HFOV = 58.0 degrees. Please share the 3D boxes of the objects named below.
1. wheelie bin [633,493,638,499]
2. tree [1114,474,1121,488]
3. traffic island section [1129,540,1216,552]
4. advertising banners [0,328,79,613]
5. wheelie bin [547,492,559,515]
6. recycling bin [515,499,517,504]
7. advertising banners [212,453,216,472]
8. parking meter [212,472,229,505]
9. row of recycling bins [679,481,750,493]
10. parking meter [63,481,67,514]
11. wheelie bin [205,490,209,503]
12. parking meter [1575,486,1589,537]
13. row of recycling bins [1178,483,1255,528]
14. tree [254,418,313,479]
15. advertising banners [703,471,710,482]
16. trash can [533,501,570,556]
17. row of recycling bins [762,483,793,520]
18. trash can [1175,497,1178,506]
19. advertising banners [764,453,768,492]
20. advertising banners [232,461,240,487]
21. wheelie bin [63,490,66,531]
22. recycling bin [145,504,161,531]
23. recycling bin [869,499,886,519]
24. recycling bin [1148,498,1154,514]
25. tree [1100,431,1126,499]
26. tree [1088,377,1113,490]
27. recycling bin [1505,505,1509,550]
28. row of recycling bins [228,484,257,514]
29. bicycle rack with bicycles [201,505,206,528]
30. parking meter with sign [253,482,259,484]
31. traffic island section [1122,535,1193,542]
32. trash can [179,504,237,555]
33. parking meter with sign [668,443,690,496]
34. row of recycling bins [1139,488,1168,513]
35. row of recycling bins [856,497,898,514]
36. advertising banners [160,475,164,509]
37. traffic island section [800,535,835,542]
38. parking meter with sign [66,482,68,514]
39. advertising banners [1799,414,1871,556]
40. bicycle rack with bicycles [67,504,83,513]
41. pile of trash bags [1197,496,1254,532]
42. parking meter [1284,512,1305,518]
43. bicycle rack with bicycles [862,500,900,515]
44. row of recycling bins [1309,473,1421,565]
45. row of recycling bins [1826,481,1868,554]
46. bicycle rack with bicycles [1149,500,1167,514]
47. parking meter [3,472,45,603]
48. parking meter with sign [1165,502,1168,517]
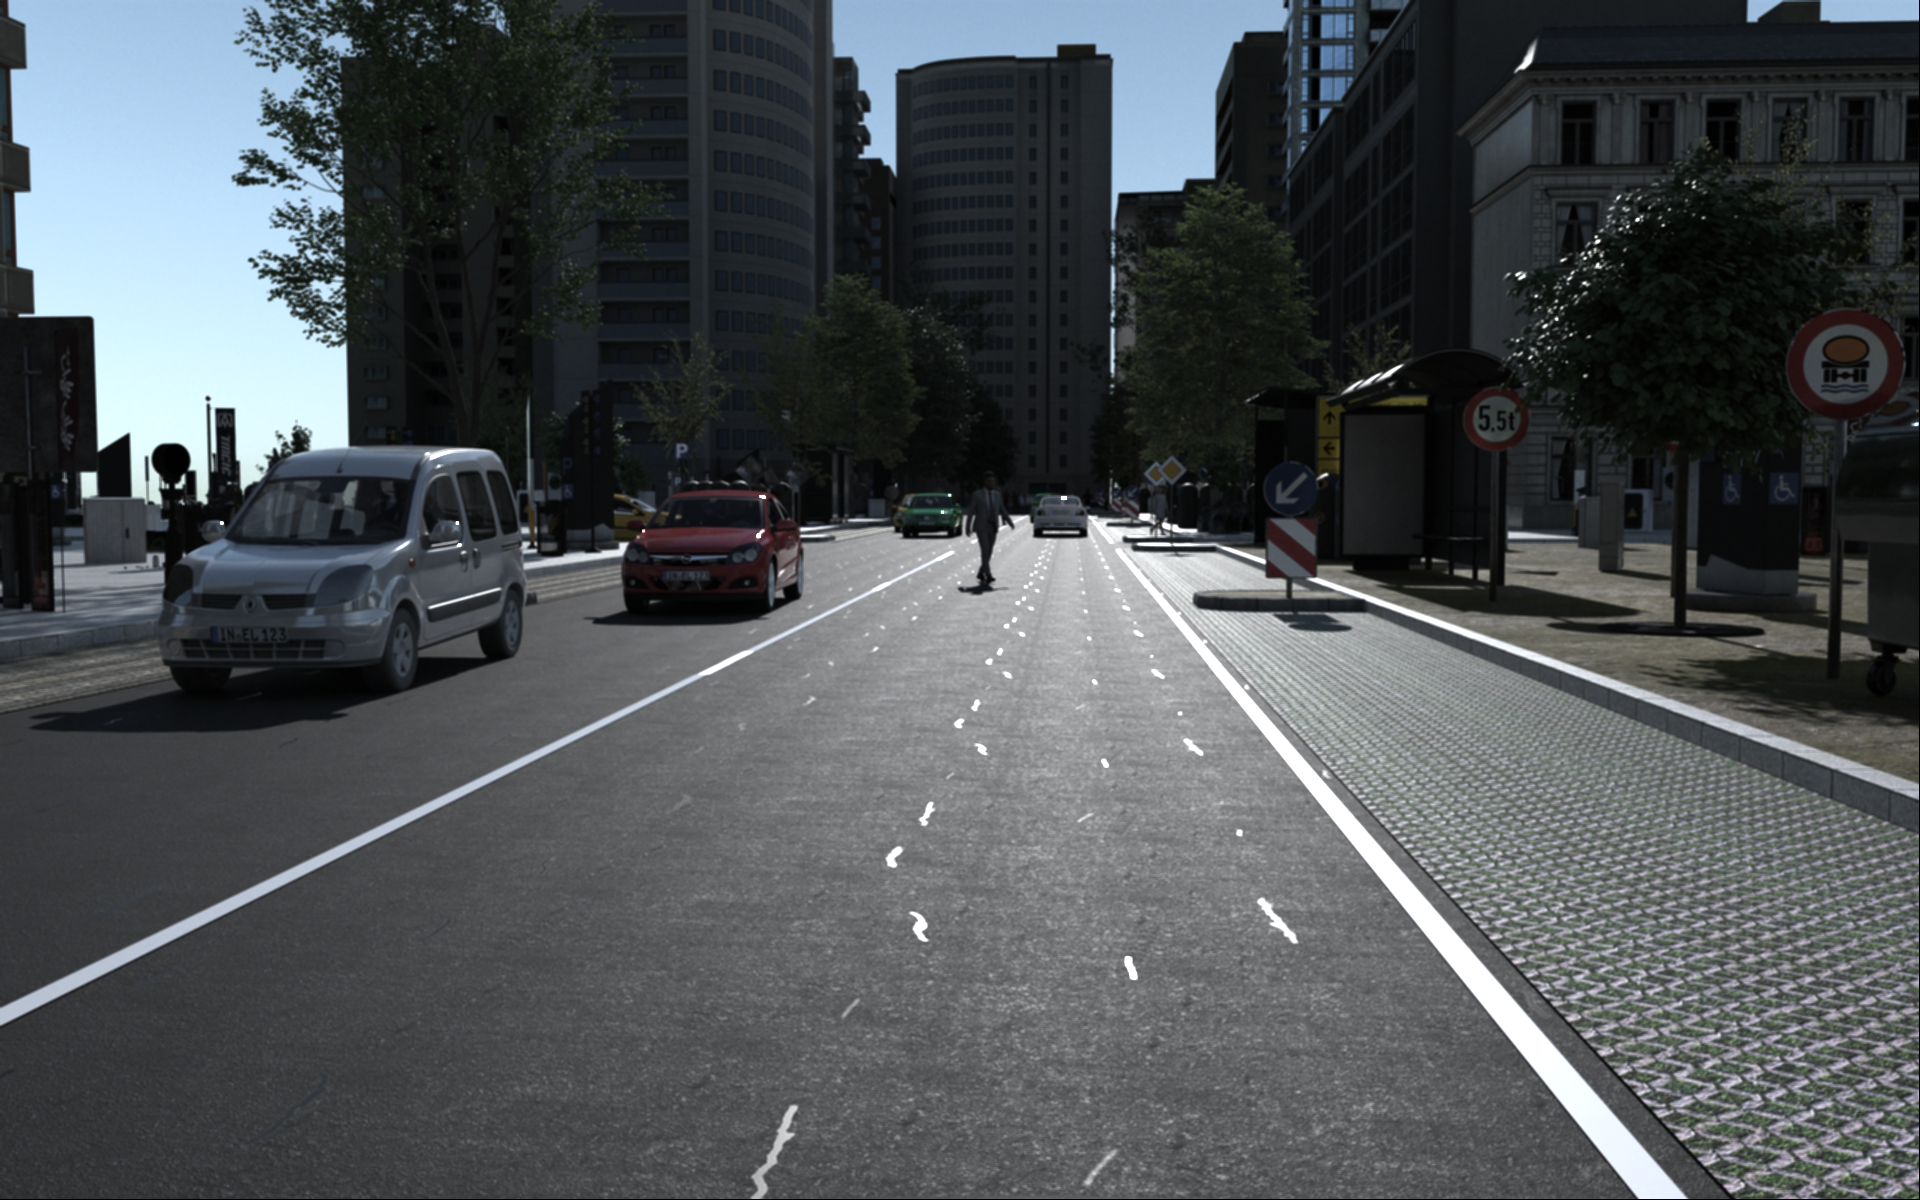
[{"bbox_3d":[-19.228,-5.703,101.155,0.693,1.594,0.980,2,4,33],"label":"wheelie bin"},{"bbox_3d":[16.761,-11.445,170.836,4.285,4.588,4.351,0,3,0],"label":"tree"},{"bbox_3d":[5.397,-1.332,44.059,2.009,0.180,2.903,0,4,4],"label":"traffic island section"},{"bbox_3d":[-10.081,-1.391,18.932,2.074,3.025,0.090,3,4,39],"label":"advertising banners"},{"bbox_3d":[-24.665,-5.931,104.880,0.980,1.594,0.693,2,4,28],"label":"wheelie bin"},{"bbox_3d":[-21.918,-4.464,85.547,0.722,1.027,0.722,-1,4,-14],"label":"recycling bin"},{"bbox_3d":[-32.062,-4.824,75.056,0.090,3.025,2.074,0,4,-7],"label":"advertising banners"},{"bbox_3d":[-19.524,-2.445,45.692,0.255,1.863,0.399,2,4,28],"label":"parking meter"},{"bbox_3d":[-7.808,-2.936,55.112,1.069,1.692,3.534,-3,5,-40],"label":"row of recycling bins"},{"bbox_3d":[-40.415,-4.421,77.987,0.255,1.863,0.399,0,4,-8],"label":"parking meter"},{"bbox_3d":[-42.953,-5.618,99.765,0.980,1.594,0.693,0,4,-2],"label":"wheelie bin"},{"bbox_3d":[18.790,-2.684,52.301,0.372,1.533,0.369,0,3,0],"label":"parking meter"},{"bbox_3d":[9.935,-3.577,65.602,3.534,1.692,1.069,2,4,25],"label":"row of recycling bins"},{"bbox_3d":[-16.918,-3.049,44.449,1.663,3.219,1.824,0,3,0],"label":"tree"},{"bbox_3d":[-18.074,-8.128,129.075,2.074,3.025,0.090,0,4,-6],"label":"advertising banners"},{"bbox_3d":[-8.433,-1.476,35.784,0.748,1.137,0.748,0,3,0],"label":"trash can"},{"bbox_3d":[-7.747,-3.340,61.722,3.534,1.692,1.069,-1,4,-10],"label":"row of recycling bins"},{"bbox_3d":[11.335,-4.706,88.594,0.748,1.137,0.748,0,3,0],"label":"trash can"},{"bbox_3d":[-8.085,-4.659,72.361,0.090,3.025,2.074,-1,4,-8],"label":"advertising banners"},{"bbox_3d":[-37.220,-5.792,90.892,2.074,3.025,0.090,-1,4,-11],"label":"advertising banners"},{"bbox_3d":[-31.620,-3.218,60.520,0.693,1.594,0.980,-3,4,-37],"label":"wheelie bin"},{"bbox_3d":[-20.086,-1.828,42.444,0.722,1.027,0.722,0,4,2],"label":"recycling bin"},{"bbox_3d":[-4.365,-4.807,91.149,0.722,1.027,0.722,-2,4,-24],"label":"recycling bin"},{"bbox_3d":[12.837,-6.207,114.039,0.722,1.027,0.722,2,4,29],"label":"recycling bin"},{"bbox_3d":[17.958,-14.917,194.254,4.360,8.622,3.978,0,3,0],"label":"tree"},{"bbox_3d":[14.074,-13.312,135.773,7.486,12.596,7.792,0,3,0],"label":"tree"},{"bbox_3d":[12.220,-1.688,40.157,0.722,1.027,0.722,-1,4,-11],"label":"recycling bin"},{"bbox_3d":[-28.628,-3.930,71.376,3.534,1.692,1.069,-2,4,-35],"label":"row of recycling bins"},{"bbox_3d":[-24.704,-2.702,57.553,2.925,0.926,2.852,-1,4,-20],"label":"bicycle rack with bicycles"},{"bbox_3d":[-43.492,-6.804,107.512,1.738,3.016,0.543,0,4,-5],"label":"parking meter with sign"},{"bbox_3d":[5.908,-1.819,52.028,2.009,0.180,2.903,0,4,4],"label":"traffic island section"},{"bbox_3d":[-10.513,-0.770,24.240,0.748,1.137,0.748,0,3,0],"label":"trash can"},{"bbox_3d":[-9.730,-3.868,59.511,0.543,3.016,1.738,-1,4,-21],"label":"parking meter with sign"},{"bbox_3d":[13.769,-6.691,116.508,3.534,1.692,1.069,1,4,15],"label":"row of recycling bins"},{"bbox_3d":[-5.493,-6.302,110.157,3.534,1.692,1.069,2,4,27],"label":"row of recycling bins"},{"bbox_3d":[-54.823,-7.522,119.168,0.090,3.025,2.074,-1,4,-11],"label":"advertising banners"},{"bbox_3d":[-4.911,-1.862,52.724,2.009,0.180,2.903,0,4,4],"label":"traffic island section"},{"bbox_3d":[-59.194,-7.210,114.145,1.738,3.016,0.543,2,4,26],"label":"parking meter with sign"},{"bbox_3d":[17.800,-2.442,36.110,2.074,3.025,0.090,2,4,30],"label":"advertising banners"},{"bbox_3d":[-53.748,-5.670,106.093,2.925,0.926,2.852,-1,4,-11],"label":"bicycle rack with bicycles"},{"bbox_3d":[9.865,-3.011,58.981,3.447,1.369,1.912,0,4,-2],"label":"pile of trash bags"},{"bbox_3d":[6.811,-1.813,35.348,0.399,1.863,0.255,-1,4,-13],"label":"parking meter"},{"bbox_3d":[-4.424,-5.582,104.644,2.852,0.926,2.925,3,5,42],"label":"bicycle rack with bicycles"},{"bbox_3d":[7.680,-1.577,32.903,1.069,1.692,3.534,-1,4,-14],"label":"row of recycling bins"},{"bbox_3d":[20.664,-1.890,38.011,3.534,1.692,1.069,-1,4,-16],"label":"row of recycling bins"},{"bbox_3d":[12.857,-5.586,104.715,2.925,0.926,2.852,0,4,-6],"label":"bicycle rack with bicycles"},{"bbox_3d":[-11.049,-0.903,20.470,0.399,1.863,0.255,0,4,-8],"label":"parking meter"},{"bbox_3d":[12.162,-6.124,96.392,1.738,3.016,0.543,0,4,-6],"label":"parking meter with sign"}]
